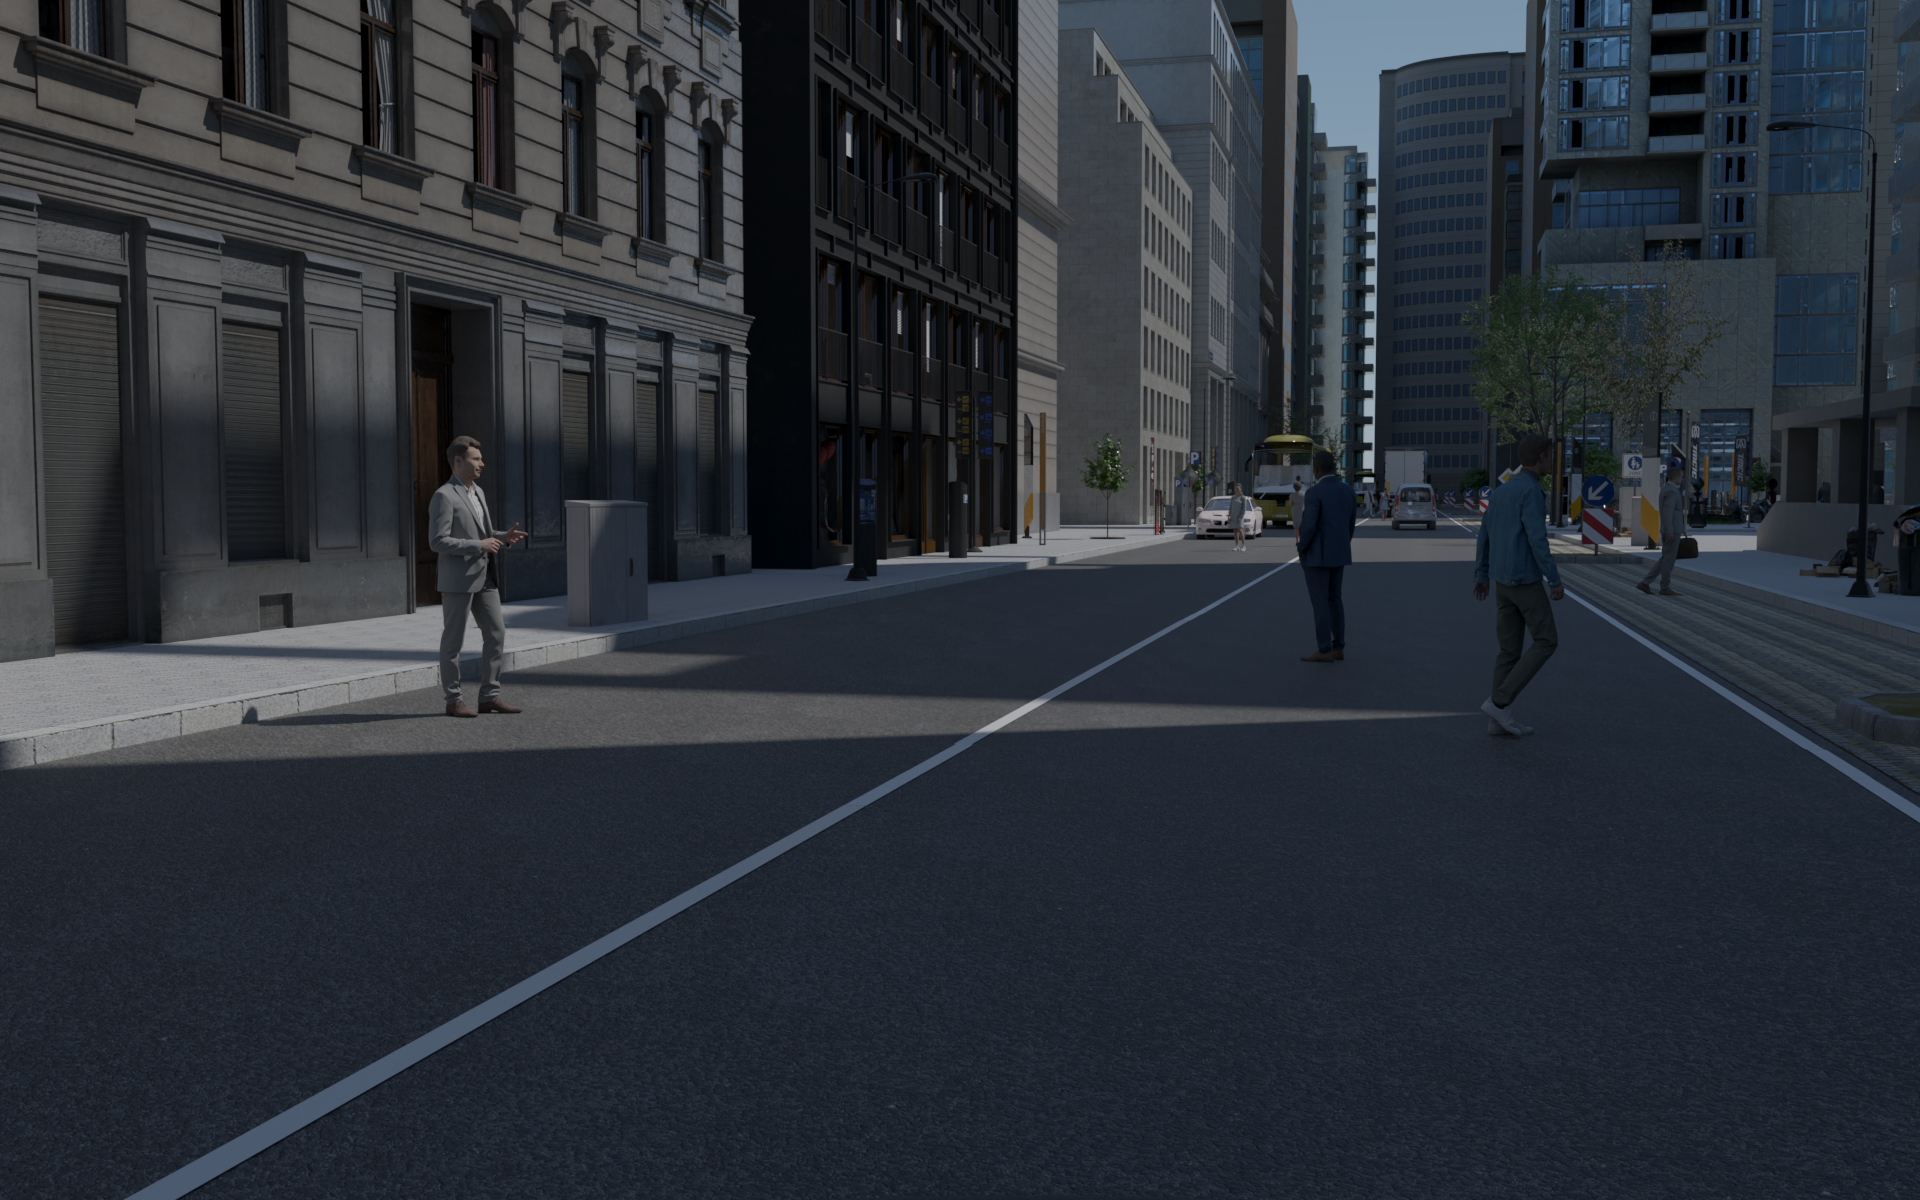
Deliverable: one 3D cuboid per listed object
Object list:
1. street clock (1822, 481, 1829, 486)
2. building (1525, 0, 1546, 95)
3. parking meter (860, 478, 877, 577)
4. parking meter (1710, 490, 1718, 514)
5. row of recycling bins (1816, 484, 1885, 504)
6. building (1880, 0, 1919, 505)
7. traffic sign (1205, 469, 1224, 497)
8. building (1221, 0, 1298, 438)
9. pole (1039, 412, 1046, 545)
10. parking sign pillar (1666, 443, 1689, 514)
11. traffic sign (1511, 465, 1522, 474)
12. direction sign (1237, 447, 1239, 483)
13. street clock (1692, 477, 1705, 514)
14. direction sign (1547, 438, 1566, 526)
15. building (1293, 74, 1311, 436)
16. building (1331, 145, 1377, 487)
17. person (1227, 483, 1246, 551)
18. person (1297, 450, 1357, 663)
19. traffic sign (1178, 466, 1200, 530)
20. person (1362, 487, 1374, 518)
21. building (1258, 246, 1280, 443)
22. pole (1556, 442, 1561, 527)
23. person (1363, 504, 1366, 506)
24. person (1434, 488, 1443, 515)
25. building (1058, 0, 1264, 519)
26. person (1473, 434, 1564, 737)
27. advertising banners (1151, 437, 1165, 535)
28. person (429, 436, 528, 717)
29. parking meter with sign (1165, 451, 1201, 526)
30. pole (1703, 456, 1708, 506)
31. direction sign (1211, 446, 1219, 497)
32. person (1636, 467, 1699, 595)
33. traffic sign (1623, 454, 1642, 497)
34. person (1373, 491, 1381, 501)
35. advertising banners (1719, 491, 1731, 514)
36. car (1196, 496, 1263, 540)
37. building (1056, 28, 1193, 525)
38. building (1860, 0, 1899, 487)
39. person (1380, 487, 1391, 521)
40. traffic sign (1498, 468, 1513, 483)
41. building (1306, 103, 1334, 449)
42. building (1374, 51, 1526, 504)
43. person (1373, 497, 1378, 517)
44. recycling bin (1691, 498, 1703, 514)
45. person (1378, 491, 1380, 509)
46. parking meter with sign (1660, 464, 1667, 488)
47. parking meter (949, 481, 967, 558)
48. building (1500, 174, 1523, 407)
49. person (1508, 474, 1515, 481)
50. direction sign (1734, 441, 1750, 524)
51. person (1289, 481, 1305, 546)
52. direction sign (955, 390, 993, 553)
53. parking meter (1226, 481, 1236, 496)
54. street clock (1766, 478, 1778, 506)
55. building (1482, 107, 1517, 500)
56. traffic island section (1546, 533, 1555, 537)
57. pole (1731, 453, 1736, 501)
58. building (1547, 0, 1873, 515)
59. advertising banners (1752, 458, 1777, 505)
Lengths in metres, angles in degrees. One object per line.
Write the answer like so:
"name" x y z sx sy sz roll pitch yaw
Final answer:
"street clock" 47.431 -5.525 94.900 0.358 2.002 0.471 1 4 10
"building" 53.760 -30.091 142.101 14.600 45.320 14.200 1 4 15
"parking meter" -1.480 -1.137 27.005 0.372 1.533 0.369 0 3 0
"parking meter" 45.398 -5.863 104.265 0.372 1.533 0.369 0 3 0
"row of recycling bins" 37.175 -4.043 73.221 3.534 1.692 1.069 0 4 7
"building" 55.418 -27.627 71.314 30.456 49.044 23.786 1 4 15
"traffic sign" 10.101 -3.997 68.995 0.795 2.450 0.064 1 4 15
"building" 21.856 -30.670 151.568 14.600 45.320 14.200 1 4 15
"pole" 2.075 -3.028 43.357 0.158 3.312 0.155 0 3 0
"parking sign pillar" 37.468 -6.238 90.456 1.447 3.967 1.447 -1 4 -13
"traffic sign" 18.913 -3.351 58.432 0.795 2.450 0.064 1 4 15
"direction sign" 13.381 -5.593 83.436 0.379 3.537 0.876 0 4 7
"street clock" 34.529 -4.676 81.015 0.358 2.002 0.471 -3 5 -43
"direction sign" 24.046 -4.780 70.142 0.876 3.537 0.379 2 4 34
"building" 25.837 -29.488 165.720 14.154 41.232 14.086 1 4 15
"building" 41.409 -37.843 238.340 30.456 49.044 23.786 1 4 15
"person" 7.017 -2.092 43.712 0.512 1.701 0.522 2 4 32
"person" 3.142 -0.374 14.799 0.721 1.800 0.419 -3 5 -42
"traffic sign" 8.085 -3.524 61.267 0.795 2.450 0.064 1 4 15
"person" 24.065 -5.734 102.132 0.514 1.842 0.818 -3 5 -42
"building" 16.207 -17.598 129.524 13.314 21.916 24.055 1 4 15
"pole" 23.609 -4.547 68.182 0.158 3.312 0.155 0 3 0
"person" 47.756 -11.910 204.171 0.436 1.711 0.756 -1 4 -17
"person" 32.061 -6.608 116.517 0.794 1.824 0.713 -1 4 -23
"building" 11.033 -19.875 102.446 11.434 29.767 29.804 1 4 15
"person" 3.272 -0.084 10.215 0.444 1.785 0.601 0 4 -6
"advertising banners" 6.163 -3.541 54.080 0.090 3.025 2.074 1 4 19
"person" -3.097 -0.149 11.142 0.583 1.804 0.606 1 4 11
"parking meter with sign" 9.039 -4.537 70.433 1.738 3.016 0.543 -3 5 -44
"pole" 40.401 -6.117 93.863 0.158 3.312 0.155 0 3 0
"direction sign" 12.106 -5.523 82.298 0.379 3.537 0.876 2 4 30
"person" 10.002 -0.963 24.365 0.853 1.813 0.709 1 4 9
"traffic sign" 16.998 -2.539 43.648 0.606 2.300 0.079 1 4 19
"person" 38.676 -9.287 161.064 1.217 1.735 0.721 -2 4 -27
"advertising banners" 41.195 -5.908 92.791 2.074 3.025 0.090 -3 5 -43
"car" 8.769 -2.679 56.160 2.083 1.381 4.827 1 4 14
"building" 4.518 -13.797 80.333 10.420 20.320 16.860 1 4 15
"building" 90.294 -46.020 190.675 20.611 71.187 20.563 1 4 15
"person" 22.546 -5.088 91.776 0.616 1.811 0.778 1 4 18
"traffic sign" 20.929 -3.824 66.159 0.795 2.450 0.064 1 4 15
"building" 27.524 -35.804 205.001 30.456 49.044 23.786 1 4 15
"building" 69.579 -42.020 229.033 28.212 58.520 21.231 1 4 15
"person" 25.828 -5.774 107.594 0.332 1.250 0.352 -1 4 -13
"recycling bin" 44.944 -5.682 105.459 0.722 1.027 0.722 0 4 2
"person" 39.347 -9.376 162.620 0.721 1.723 1.217 0 4 -5
"parking meter with sign" 41.447 -6.452 101.746 0.543 3.016 1.738 2 4 31
"parking meter" -0.042 -1.607 34.690 0.372 1.533 0.369 0 3 0
"building" 56.346 -23.566 157.008 14.160 30.474 14.107 1 4 15
"person" 11.194 -1.626 34.959 0.514 1.842 0.818 -2 4 -28
"direction sign" 33.761 -5.063 74.783 0.379 3.537 0.876 -1 4 -23
"person" 9.406 -2.376 47.700 0.716 1.782 0.532 0 4 4
"direction sign" 0.316 -2.818 38.065 0.876 3.537 0.379 -1 4 -18
"parking meter" 12.224 -4.423 78.030 0.399 1.863 0.255 3 5 42
"street clock" 37.209 -4.579 79.438 0.471 2.002 0.358 -1 4 -9
"building" 68.098 -33.639 200.102 14.600 45.320 14.200 1 4 15
"traffic island section" 18.938 -2.215 58.503 2.009 0.180 2.903 1 4 15
"pole" 38.662 -5.669 86.534 0.158 3.312 0.155 0 3 0
"building" 49.357 -49.293 118.606 22.319 86.520 31.000 1 4 15
"advertising banners" 38.697 -5.282 82.552 2.074 3.025 0.090 3 4 36
